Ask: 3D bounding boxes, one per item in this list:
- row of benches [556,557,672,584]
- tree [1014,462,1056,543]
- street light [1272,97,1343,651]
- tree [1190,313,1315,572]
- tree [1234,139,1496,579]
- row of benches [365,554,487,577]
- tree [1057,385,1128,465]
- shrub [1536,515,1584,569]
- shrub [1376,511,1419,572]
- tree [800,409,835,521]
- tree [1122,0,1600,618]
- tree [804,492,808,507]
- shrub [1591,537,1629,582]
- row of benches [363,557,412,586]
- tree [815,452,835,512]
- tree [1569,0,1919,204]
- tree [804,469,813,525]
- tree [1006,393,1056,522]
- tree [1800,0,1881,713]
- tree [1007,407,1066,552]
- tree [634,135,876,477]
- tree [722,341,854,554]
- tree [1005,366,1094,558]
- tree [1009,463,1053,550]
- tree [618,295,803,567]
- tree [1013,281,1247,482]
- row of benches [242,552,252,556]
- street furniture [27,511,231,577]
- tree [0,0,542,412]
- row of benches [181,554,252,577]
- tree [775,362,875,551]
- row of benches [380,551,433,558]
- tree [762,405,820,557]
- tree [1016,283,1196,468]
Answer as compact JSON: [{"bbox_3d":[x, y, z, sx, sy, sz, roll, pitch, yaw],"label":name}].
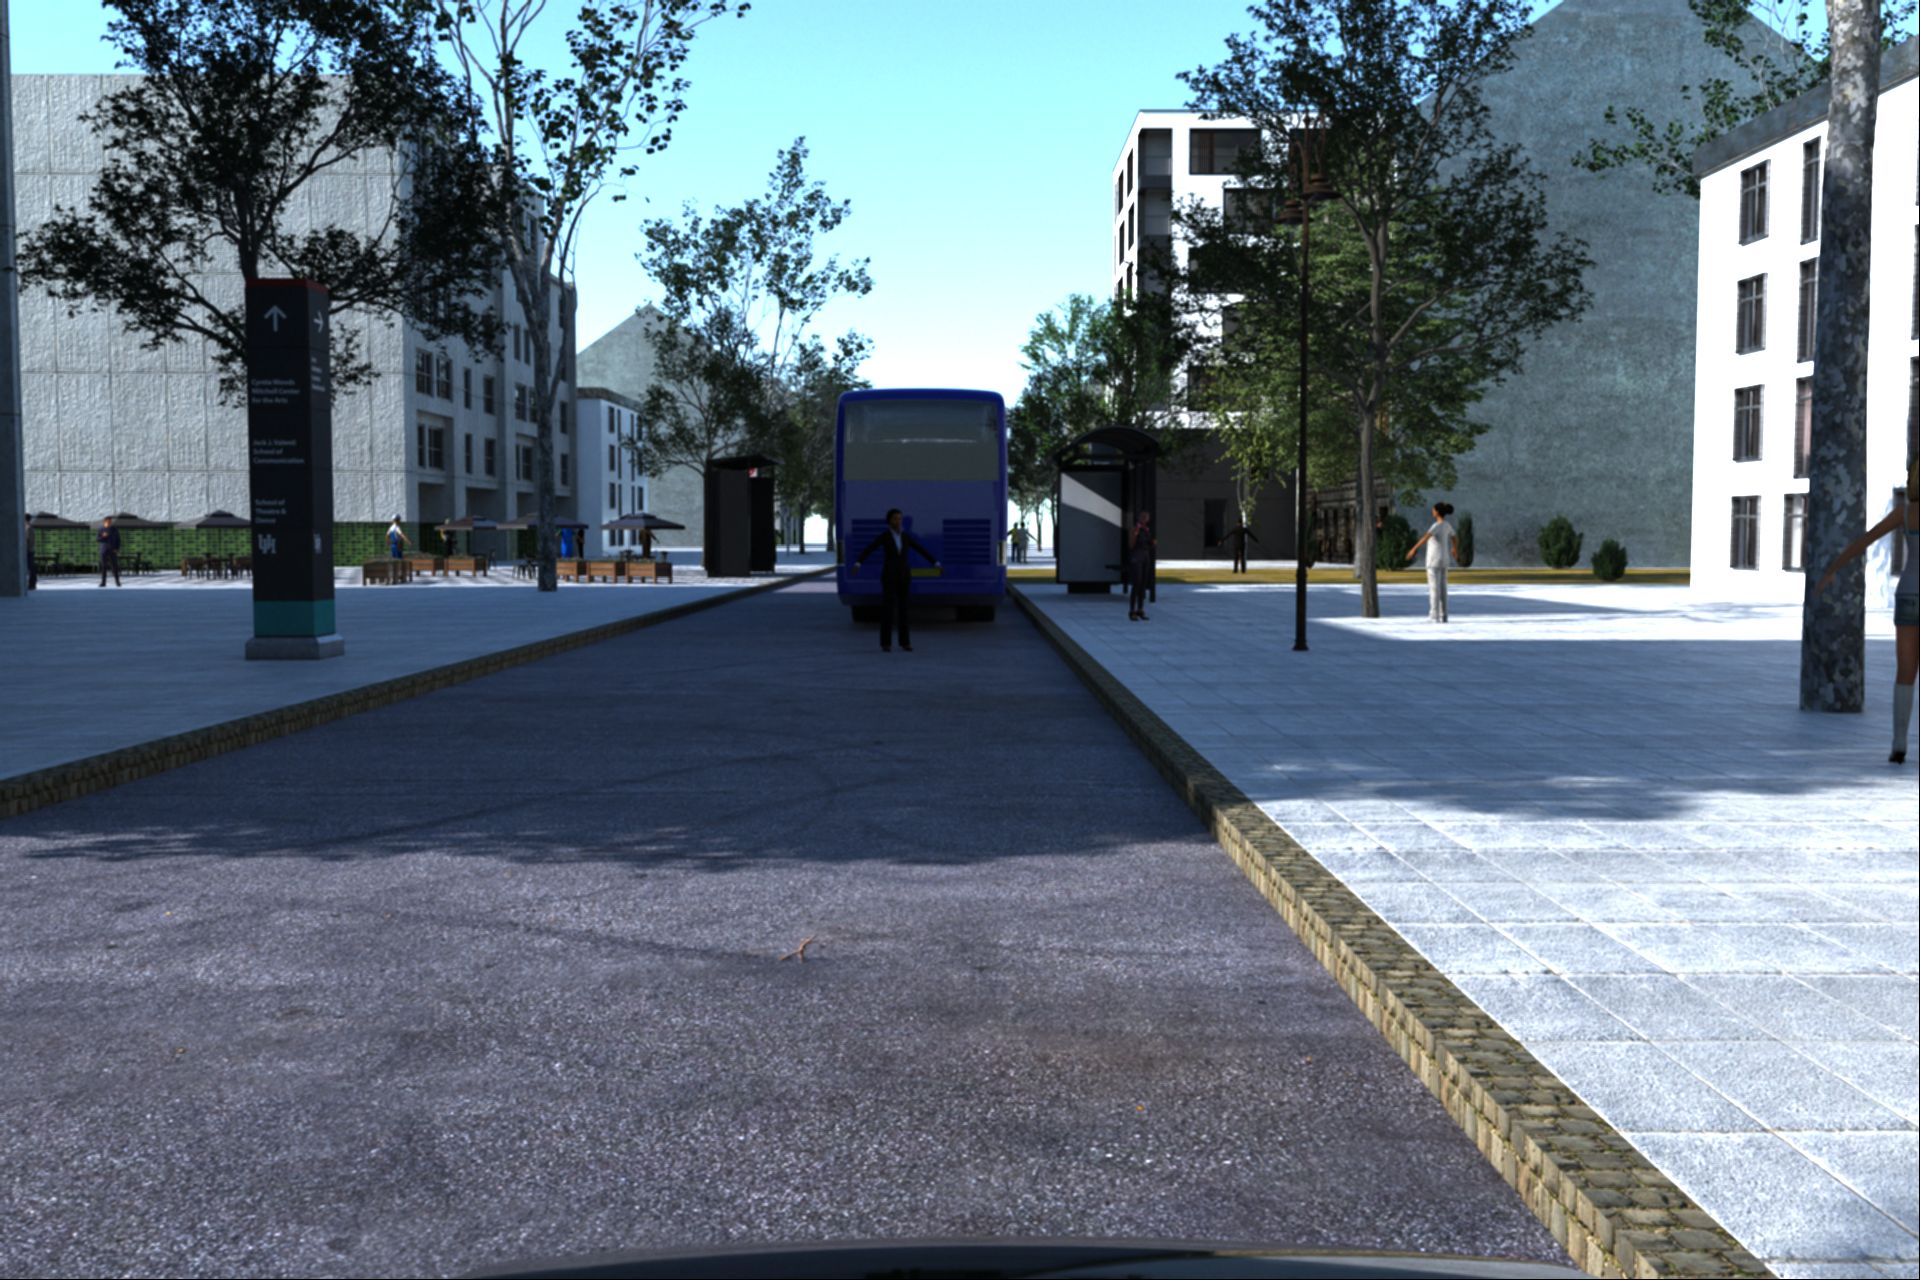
[{"bbox_3d":[-9.284,-1.843,45.601,4.104,0.672,1.422,2,4,35],"label":"row of benches"},{"bbox_3d":[10.929,-19.117,238.321,9.928,11.665,9.643,0,3,0],"label":"tree"},{"bbox_3d":[3.762,-2.823,18.947,0.468,5.910,1.993,0,4,0],"label":"street light"},{"bbox_3d":[9.897,-6.621,58.608,4.737,8.622,4.395,0,3,0],"label":"tree"},{"bbox_3d":[11.263,-8.064,49.982,7.486,12.596,7.792,0,3,0],"label":"tree"},{"bbox_3d":[-16.314,-2.274,52.646,4.104,0.672,1.422,1,4,20],"label":"row of benches"},{"bbox_3d":[6.314,-7.962,80.537,4.737,8.622,4.395,0,3,0],"label":"tree"},{"bbox_3d":[22.067,-3.626,63.703,1.690,2.028,1.600,0,3,0],"label":"shrub"},{"bbox_3d":[14.908,-3.388,59.438,1.661,2.075,1.752,0,3,0],"label":"shrub"},{"bbox_3d":[-9.755,-14.786,148.405,9.857,13.997,8.962,0,3,0],"label":"tree"},{"bbox_3d":[5.974,-5.616,26.231,7.601,10.594,8.767,-1,4,-15],"label":"tree"},{"bbox_3d":[-21.526,-17.408,234.989,4.360,8.622,3.978,0,3,0],"label":"tree"},{"bbox_3d":[17.578,-2.188,46.889,1.383,1.207,1.383,0,3,0],"label":"shrub"},{"bbox_3d":[-14.833,-1.800,44.900,1.422,0.672,4.104,-1,4,-9],"label":"row of benches"},{"bbox_3d":[-9.941,-11.548,139.178,4.737,8.622,4.395,0,3,0],"label":"tree"},{"bbox_3d":[25.784,-12.046,52.839,12.611,20.169,13.585,0,3,0],"label":"tree"},{"bbox_3d":[-24.635,-20.499,241.806,9.857,13.997,8.962,0,3,0],"label":"tree"},{"bbox_3d":[5.460,-14.567,148.547,12.009,13.543,11.850,0,3,0],"label":"tree"},{"bbox_3d":[7.566,-9.496,11.156,12.611,20.169,13.585,0,3,0],"label":"tree"},{"bbox_3d":[5.437,-11.669,125.205,7.601,10.594,8.767,0,4,1],"label":"tree"},{"bbox_3d":[-9.798,-13.955,84.051,12.611,20.169,13.585,0,3,0],"label":"tree"},{"bbox_3d":[-9.905,-12.166,109.282,12.009,13.543,11.850,0,3,0],"label":"tree"},{"bbox_3d":[4.924,-9.796,94.582,7.601,10.594,8.767,0,4,6],"label":"tree"},{"bbox_3d":[5.291,-11.390,136.583,4.360,8.622,3.978,0,3,0],"label":"tree"},{"bbox_3d":[-9.613,-8.120,67.179,7.601,10.594,8.767,-1,4,-17],"label":"tree"},{"bbox_3d":[6.177,-7.970,64.728,8.767,10.594,7.601,0,4,-5],"label":"tree"},{"bbox_3d":[-23.617,-2.719,59.917,1.422,0.672,4.104,0,4,8],"label":"row of benches"},{"bbox_3d":[-32.022,-2.737,49.782,14.083,1.986,27.439,0,4,2],"label":"street furniture"},{"bbox_3d":[-9.556,-5.516,24.604,8.767,10.594,7.601,1,4,22],"label":"tree"},{"bbox_3d":[-21.737,-2.321,53.405,4.104,0.672,1.422,-2,4,-31],"label":"row of benches"},{"bbox_3d":[-9.603,-13.609,129.167,9.857,13.997,8.962,0,3,0],"label":"tree"},{"bbox_3d":[-19.634,-2.799,61.219,1.422,0.672,4.104,0,4,2],"label":"row of benches"},{"bbox_3d":[-9.902,-9.091,98.997,4.737,8.622,4.395,0,3,0],"label":"tree"},{"bbox_3d":[6.113,-9.011,73.081,9.928,11.665,9.643,0,3,0],"label":"tree"}]
